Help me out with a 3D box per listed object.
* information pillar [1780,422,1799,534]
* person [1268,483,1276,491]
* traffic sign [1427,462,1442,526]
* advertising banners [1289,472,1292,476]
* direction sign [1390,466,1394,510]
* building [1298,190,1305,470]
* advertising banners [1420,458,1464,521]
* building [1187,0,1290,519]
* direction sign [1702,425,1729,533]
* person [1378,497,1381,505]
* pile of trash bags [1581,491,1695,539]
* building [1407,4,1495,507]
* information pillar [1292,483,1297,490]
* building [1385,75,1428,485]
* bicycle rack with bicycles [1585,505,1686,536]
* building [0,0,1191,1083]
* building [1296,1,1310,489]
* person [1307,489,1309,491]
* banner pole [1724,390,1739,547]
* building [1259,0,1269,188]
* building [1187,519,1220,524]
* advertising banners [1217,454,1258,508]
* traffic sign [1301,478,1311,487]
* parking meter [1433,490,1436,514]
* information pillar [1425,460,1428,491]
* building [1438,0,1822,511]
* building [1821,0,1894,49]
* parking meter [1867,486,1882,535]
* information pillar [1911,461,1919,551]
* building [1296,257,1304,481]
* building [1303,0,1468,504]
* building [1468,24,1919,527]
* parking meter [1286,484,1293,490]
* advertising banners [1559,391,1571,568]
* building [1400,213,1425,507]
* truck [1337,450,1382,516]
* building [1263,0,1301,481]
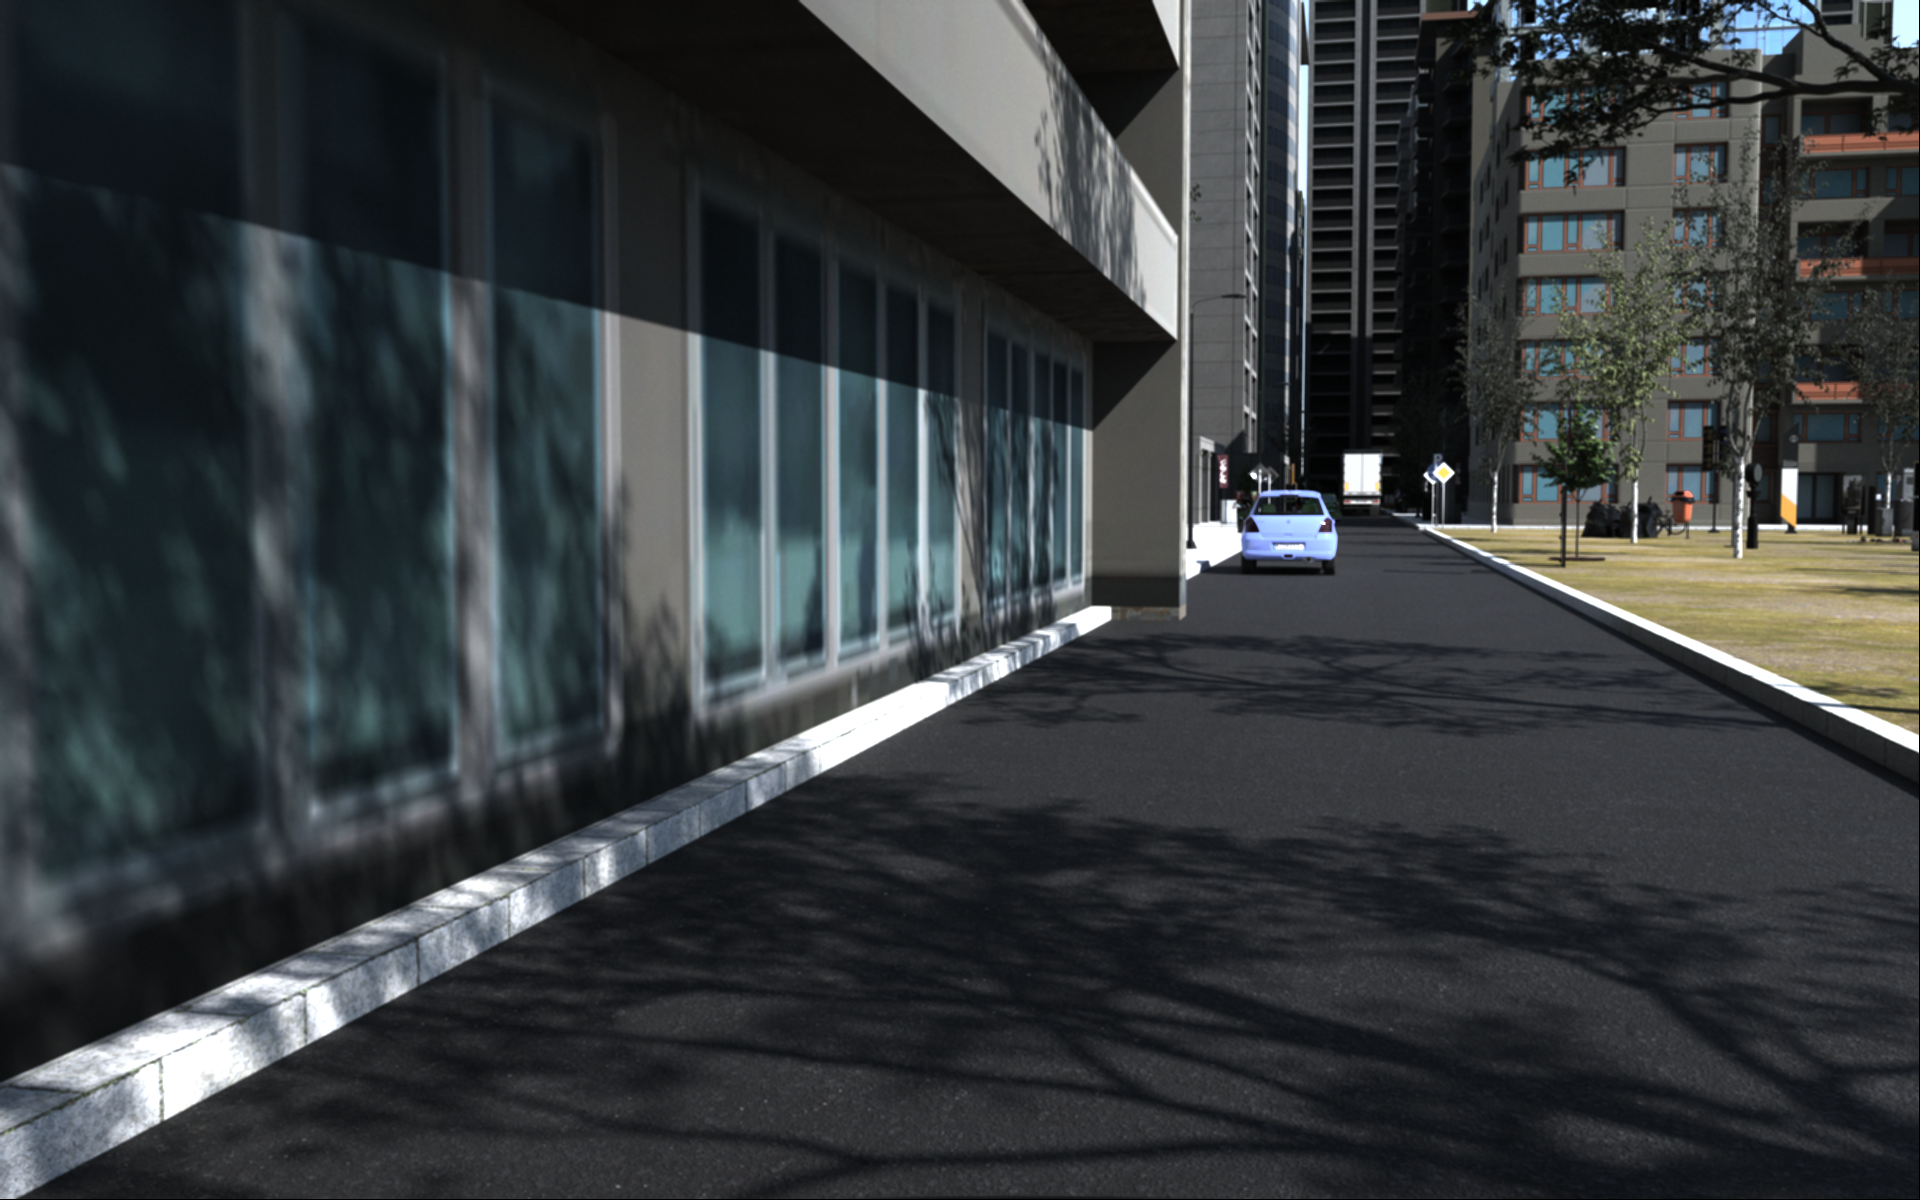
[{"bbox_3d":[26.865,-3.958,56.064,0.504,3.616,0.183,1,4,13],"label":"information pillar"},{"bbox_3d":[15.098,-4.749,83.786,0.850,1.850,0.679,0,4,4],"label":"person"},{"bbox_3d":[19.110,-4.238,69.397,0.768,2.556,0.104,1,4,17],"label":"traffic sign"},{"bbox_3d":[27.168,-8.741,139.103,2.074,3.025,0.090,0,4,-6],"label":"advertising banners"},{"bbox_3d":[35.425,-9.169,141.905,0.379,3.537,0.876,1,4,11],"label":"direction sign"},{"bbox_3d":[39.729,-33.815,236.464,14.086,41.232,14.154,1,4,13],"label":"building"},{"bbox_3d":[23.315,-5.351,83.684,2.074,3.025,0.090,0,4,0],"label":"advertising banners"},{"bbox_3d":[11.240,-41.239,112.510,20.563,71.187,20.611,1,4,13],"label":"building"},{"bbox_3d":[25.020,-3.998,57.370,0.379,3.537,0.876,-3,5,-43],"label":"direction sign"},{"bbox_3d":[49.412,-12.104,204.395,0.568,1.767,0.683,-1,4,-16],"label":"person"},{"bbox_3d":[19.890,-2.499,50.605,1.912,1.369,3.447,-2,4,-31],"label":"pile of trash bags"},{"bbox_3d":[52.096,-30.653,155.801,22.147,44.769,28.867,1,4,13],"label":"building"},{"bbox_3d":[22.223,-6.769,115.169,0.304,2.012,0.304,1,4,14],"label":"information pillar"},{"bbox_3d":[61.427,-35.405,198.483,23.786,49.044,30.456,1,4,13],"label":"building"},{"bbox_3d":[21.120,-2.499,54.242,2.925,0.926,2.852,2,4,25],"label":"bicycle rack with bicycles"},{"bbox_3d":[-10.017,-23.690,11.042,21.300,48.544,21.600,1,4,13],"label":"building"},{"bbox_3d":[22.968,-36.676,188.888,28.713,52.752,27.495,1,4,13],"label":"building"},{"bbox_3d":[32.127,-9.400,160.291,0.990,1.755,0.434,-1,4,-21],"label":"person"},{"bbox_3d":[18.795,-3.184,42.080,0.401,3.779,0.863,1,4,15],"label":"banner pole"},{"bbox_3d":[16.957,-27.797,138.074,14.154,41.232,14.086,1,4,13],"label":"building"},{"bbox_3d":[2.431,-39.457,83.369,20.563,71.187,20.611,1,4,13],"label":"building"},{"bbox_3d":[12.360,-4.921,76.649,2.074,3.025,0.090,-1,4,-9],"label":"advertising banners"},{"bbox_3d":[27.494,-8.449,137.874,0.795,2.593,0.064,1,4,19],"label":"traffic sign"},{"bbox_3d":[30.440,-6.262,110.796,0.372,1.533,0.369,0,3,0],"label":"parking meter"},{"bbox_3d":[28.160,-6.926,104.593,0.183,3.616,0.504,1,4,17],"label":"information pillar"},{"bbox_3d":[45.536,-49.249,117.887,22.319,86.520,31.000,1,4,13],"label":"building"},{"bbox_3d":[107.902,-48.026,223.482,20.611,71.187,20.563,1,4,13],"label":"building"},{"bbox_3d":[28.819,-2.822,54.558,0.372,1.533,0.369,0,3,0],"label":"parking meter"},{"bbox_3d":[21.544,-2.095,38.737,0.304,2.012,0.304,-1,4,-14],"label":"information pillar"},{"bbox_3d":[35.009,-26.998,213.122,14.107,30.474,14.160,1,4,13],"label":"building"},{"bbox_3d":[57.535,-48.714,234.720,20.611,71.187,20.563,1,4,13],"label":"building"},{"bbox_3d":[39.496,-14.351,79.681,28.899,21.520,27.650,1,4,13],"label":"building"},{"bbox_3d":[19.363,-5.882,101.880,0.255,1.863,0.399,3,5,43],"label":"parking meter"},{"bbox_3d":[10.643,-2.096,30.458,0.090,3.025,2.074,1,4,17],"label":"advertising banners"},{"bbox_3d":[52.628,-24.864,178.226,14.160,30.474,14.107,1,4,13],"label":"building"},{"bbox_3d":[26.507,-7.701,114.830,2.839,4.237,11.283,1,4,12],"label":"truck"},{"bbox_3d":[20.379,-37.847,160.801,21.231,58.520,28.212,1,4,13],"label":"building"}]
